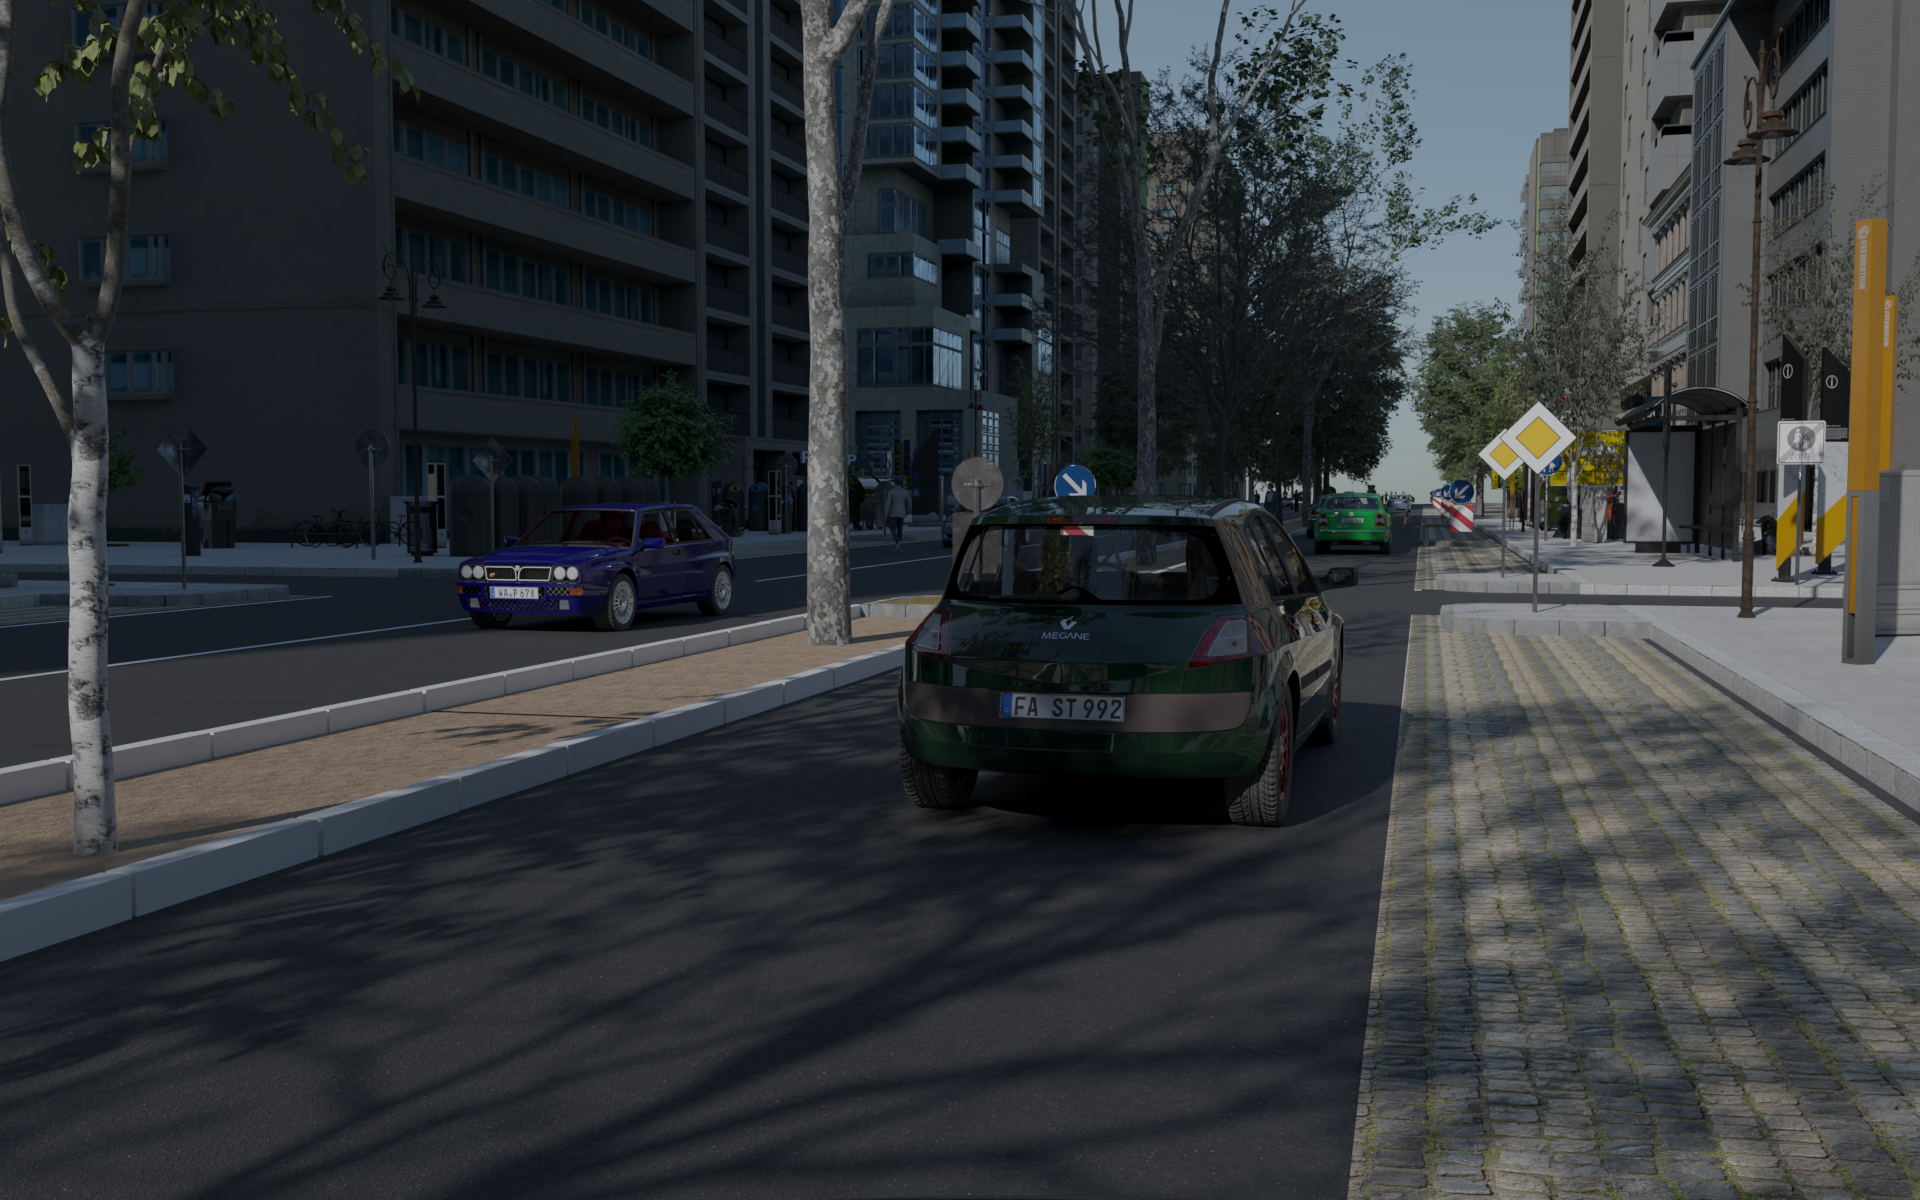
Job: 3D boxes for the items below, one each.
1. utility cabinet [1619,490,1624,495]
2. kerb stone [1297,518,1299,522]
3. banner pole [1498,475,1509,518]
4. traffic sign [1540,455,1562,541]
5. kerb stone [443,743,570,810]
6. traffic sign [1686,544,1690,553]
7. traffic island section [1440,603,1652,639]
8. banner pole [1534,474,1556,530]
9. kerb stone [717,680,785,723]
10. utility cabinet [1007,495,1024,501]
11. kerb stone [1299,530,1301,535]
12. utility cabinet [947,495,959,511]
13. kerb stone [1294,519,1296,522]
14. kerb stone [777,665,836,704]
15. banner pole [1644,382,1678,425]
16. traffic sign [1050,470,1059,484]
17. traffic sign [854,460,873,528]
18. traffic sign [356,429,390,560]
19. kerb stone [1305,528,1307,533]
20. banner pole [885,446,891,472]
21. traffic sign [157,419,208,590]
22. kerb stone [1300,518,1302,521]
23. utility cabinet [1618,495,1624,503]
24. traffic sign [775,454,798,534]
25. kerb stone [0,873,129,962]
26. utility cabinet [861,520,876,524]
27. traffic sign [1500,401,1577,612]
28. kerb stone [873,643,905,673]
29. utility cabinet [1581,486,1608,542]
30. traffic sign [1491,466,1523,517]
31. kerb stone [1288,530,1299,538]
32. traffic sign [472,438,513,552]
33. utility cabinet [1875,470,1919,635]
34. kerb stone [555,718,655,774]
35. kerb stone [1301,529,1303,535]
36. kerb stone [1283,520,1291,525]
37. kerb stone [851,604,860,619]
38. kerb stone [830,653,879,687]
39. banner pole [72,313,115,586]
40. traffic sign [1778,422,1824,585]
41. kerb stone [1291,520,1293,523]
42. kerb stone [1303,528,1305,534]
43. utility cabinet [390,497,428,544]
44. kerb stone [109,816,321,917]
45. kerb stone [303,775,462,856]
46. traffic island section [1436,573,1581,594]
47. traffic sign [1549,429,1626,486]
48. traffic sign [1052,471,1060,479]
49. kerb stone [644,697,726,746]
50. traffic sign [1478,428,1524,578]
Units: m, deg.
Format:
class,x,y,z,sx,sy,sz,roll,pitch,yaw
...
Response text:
class,x,y,z,sx,sy,sz,roll,pitch,yaw
utility cabinet,36.771,-5.384,96.702,1.173,1.500,0.318,-2,4,-35
kerb stone,16.918,-4.001,87.612,0.120,0.150,1.000,1,4,15
banner pole,28.804,-6.215,91.631,0.863,3.779,0.401,-1,4,-15
traffic sign,16.010,-2.885,47.272,0.768,2.556,0.104,1,4,16
kerb stone,-2.187,0.847,8.343,0.120,0.150,1.000,1,4,15
traffic sign,15.970,-2.311,37.898,0.768,2.556,0.104,1,4,21
traffic island section,6.260,0.213,18.804,2.009,0.180,2.903,1,4,15
banner pole,21.089,-4.428,62.414,0.863,3.779,0.401,-1,4,-8
kerb stone,-1.391,0.666,11.305,0.120,0.150,1.000,1,4,15
utility cabinet,2.462,-4.119,78.513,0.306,1.237,1.020,-3,4,-38
kerb stone,11.500,-2.270,59.316,0.120,0.150,1.000,1,4,15
utility cabinet,-0.164,-5.101,94.564,1.020,1.237,0.306,1,4,13
kerb stone,16.388,-3.879,85.634,0.120,0.150,1.000,1,4,15
kerb stone,-1.121,0.606,12.294,0.120,0.150,1.000,1,4,15
banner pole,15.781,-2.993,38.945,0.863,3.779,0.401,2,4,29
traffic sign,5.298,-5.771,94.352,0.884,2.594,0.081,1,4,18
traffic sign,-3.665,-4.006,65.605,0.768,2.556,0.104,1,4,19
traffic sign,-11.463,-2.059,33.777,0.768,2.556,0.104,1,4,17
kerb stone,12.294,-2.452,62.280,0.120,0.150,1.000,1,4,15
banner pole,-3.707,-6.062,89.134,0.401,3.779,0.863,-2,4,-28
traffic sign,-10.417,-1.197,23.207,0.795,2.450,0.064,1,4,15
kerb stone,17.447,-4.122,89.597,0.120,0.150,1.000,1,4,15
utility cabinet,34.671,-4.895,91.198,1.020,1.237,0.306,2,4,30
traffic sign,-5.591,-3.398,55.658,0.768,2.556,0.104,1,4,17
kerb stone,-2.982,1.029,5.375,0.120,0.150,1.000,1,4,15
utility cabinet,-4.294,-4.308,79.110,0.318,1.500,1.173,-2,4,-35
traffic sign,6.235,-0.923,18.734,0.795,2.450,0.064,1,4,15
kerb stone,-0.599,0.492,14.271,0.120,0.150,1.000,1,4,15
utility cabinet,16.804,-2.276,45.898,0.318,1.500,1.173,0,4,3
traffic sign,30.297,-6.182,94.942,2.265,3.308,0.079,1,4,18
kerb stone,11.232,-2.208,58.329,0.120,0.150,1.000,1,4,15
traffic sign,-8.346,-1.668,30.920,0.795,2.450,0.064,1,4,15
utility cabinet,8.675,-0.430,15.714,1.173,1.500,0.318,-1,4,-11
kerb stone,-1.927,0.787,9.332,0.120,0.150,1.000,1,4,15
kerb stone,11.762,-2.329,60.307,0.120,0.150,1.000,1,4,15
kerb stone,15.592,-3.698,82.661,0.120,0.150,1.000,1,4,15
kerb stone,-1.300,0.156,19.749,0.120,0.150,1.000,1,4,15
kerb stone,-0.854,0.545,13.281,0.120,0.150,1.000,1,4,15
banner pole,-12.002,-2.068,23.834,0.401,3.779,0.863,0,4,-4
traffic sign,11.796,-1.359,24.345,0.606,2.300,0.079,1,4,20
kerb stone,15.853,-3.757,83.649,0.120,0.150,1.000,1,4,15
kerb stone,12.025,-2.391,61.294,0.120,0.150,1.000,1,4,15
utility cabinet,-14.122,-2.045,44.594,1.020,1.237,0.306,-1,4,-10
kerb stone,-2.719,0.968,6.363,0.120,0.150,1.000,1,4,15
kerb stone,-2.447,0.909,7.353,0.120,0.150,1.000,1,4,15
traffic island section,8.330,-0.259,26.517,2.009,0.180,2.903,1,4,15
traffic sign,19.865,-3.732,54.897,2.265,3.308,0.079,1,4,22
traffic sign,5.509,-5.916,96.829,0.768,2.556,0.104,1,4,17
kerb stone,-1.658,0.728,10.319,0.120,0.150,1.000,1,4,15
traffic sign,8.305,-1.395,26.447,0.795,2.450,0.064,1,4,15
